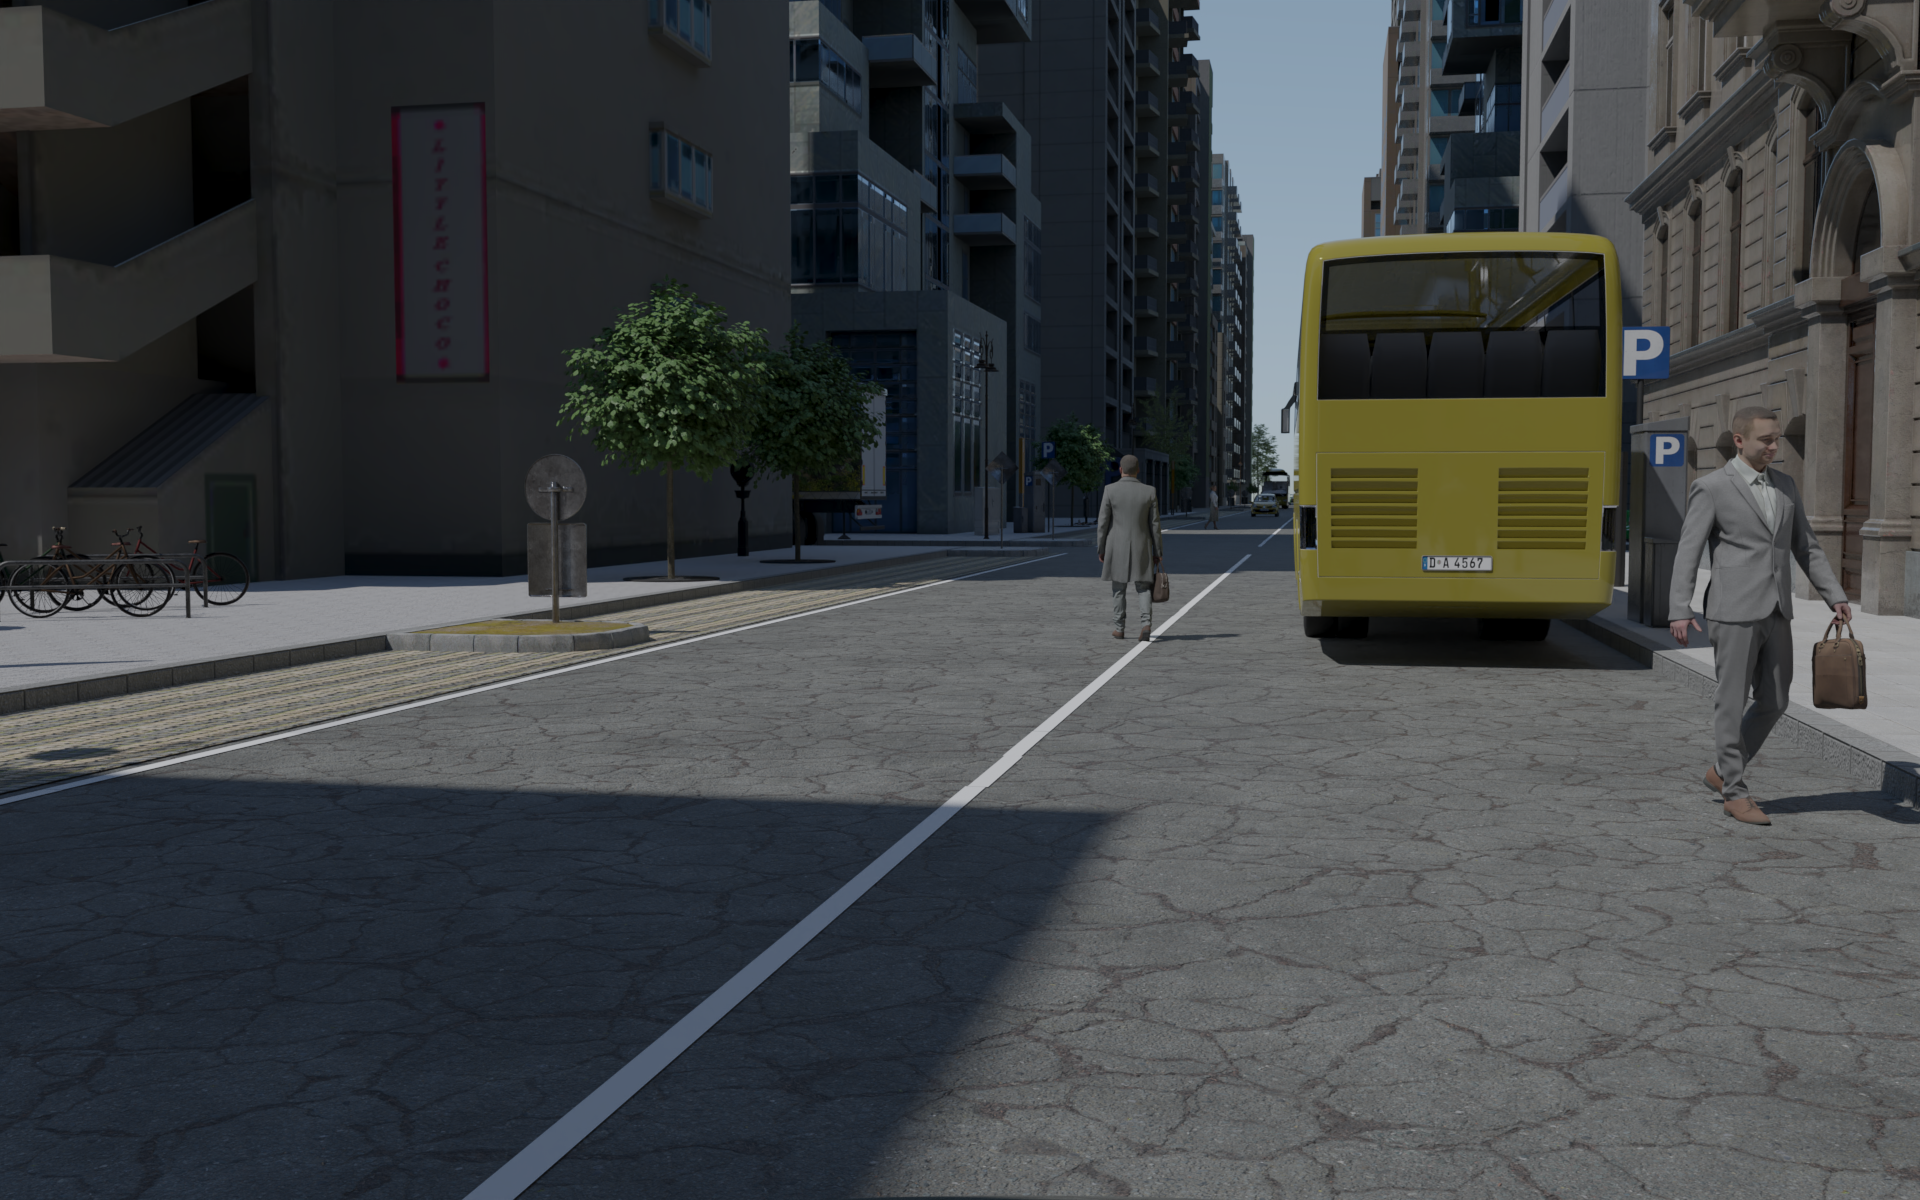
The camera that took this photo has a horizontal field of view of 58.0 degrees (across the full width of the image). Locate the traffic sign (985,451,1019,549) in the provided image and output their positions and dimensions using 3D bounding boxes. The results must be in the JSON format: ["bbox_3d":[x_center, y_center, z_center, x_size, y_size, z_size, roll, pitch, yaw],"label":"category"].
[{"bbox_3d":[0.982,-2.262,40.628,0.795,2.450,0.064,1,4,12],"label":"traffic sign"}]

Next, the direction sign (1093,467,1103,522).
[{"bbox_3d":[6.205,-5.276,78.257,0.379,3.537,0.876,2,4,35],"label":"direction sign"}]

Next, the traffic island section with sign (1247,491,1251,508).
[{"bbox_3d":[28.445,-10.023,172.506,1.989,1.847,2.006,1,4,12],"label":"traffic island section with sign"}]

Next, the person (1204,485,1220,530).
[{"bbox_3d":[10.112,-3.717,69.505,0.641,1.798,0.478,2,4,26],"label":"person"}]

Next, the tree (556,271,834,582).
[{"bbox_3d":[-4.222,-2.570,25.733,4.285,4.588,4.351,0,3,0],"label":"tree"}]

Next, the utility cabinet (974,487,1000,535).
[{"bbox_3d":[0.858,-2.767,53.915,0.318,1.500,1.173,2,4,28],"label":"utility cabinet"}]

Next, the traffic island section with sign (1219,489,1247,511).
[{"bbox_3d":[22.938,-8.409,146.117,1.989,1.847,2.006,1,4,12],"label":"traffic island section with sign"}]

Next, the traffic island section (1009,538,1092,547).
[{"bbox_3d":[2.587,-1.604,48.512,2.009,0.180,2.903,1,4,12],"label":"traffic island section"}]

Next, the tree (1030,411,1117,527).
[{"bbox_3d":[4.437,-5.142,67.792,4.285,4.588,4.351,0,3,0],"label":"tree"}]

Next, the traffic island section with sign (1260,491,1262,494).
[{"bbox_3d":[45.277,-14.964,253.294,1.989,1.847,2.006,1,4,12],"label":"traffic island section with sign"}]

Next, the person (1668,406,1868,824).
[{"bbox_3d":[3.489,0.063,7.592,0.709,1.813,0.853,-1,4,-16],"label":"person"}]

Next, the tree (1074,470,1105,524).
[{"bbox_3d":[5.524,-4.863,74.103,1.663,3.219,1.824,0,3,0],"label":"tree"}]

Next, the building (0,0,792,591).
[{"bbox_3d":[-16.450,-24.949,31.614,21.600,48.544,21.300,1,4,12],"label":"building"}]

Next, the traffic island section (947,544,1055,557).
[{"bbox_3d":[0.958,-1.126,40.695,2.009,0.180,2.903,1,4,12],"label":"traffic island section"}]

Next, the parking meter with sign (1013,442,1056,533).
[{"bbox_3d":[2.444,-3.732,57.277,0.543,3.016,1.738,3,5,40],"label":"parking meter with sign"}]

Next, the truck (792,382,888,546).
[{"bbox_3d":[-7.658,-3.483,45.860,11.283,4.237,2.839,1,4,13],"label":"truck"}]

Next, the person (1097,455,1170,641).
[{"bbox_3d":[1.688,-0.512,16.968,0.694,1.812,0.767,0,4,-1],"label":"person"}]

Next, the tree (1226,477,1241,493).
[{"bbox_3d":[31.192,-12.490,198.809,1.663,3.219,1.824,0,3,0],"label":"tree"}]

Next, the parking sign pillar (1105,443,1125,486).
[{"bbox_3d":[8.227,-6.240,90.497,1.447,3.967,1.447,2,4,29],"label":"parking sign pillar"}]

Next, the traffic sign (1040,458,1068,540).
[{"bbox_3d":[2.612,-2.740,48.446,0.795,2.450,0.064,1,4,12],"label":"traffic sign"}]

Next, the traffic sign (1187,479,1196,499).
[{"bbox_3d":[16.320,-7.491,122.591,0.768,2.556,0.104,1,4,17],"label":"traffic sign"}]

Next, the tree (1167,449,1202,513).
[{"bbox_3d":[15.023,-8.308,119.543,4.285,4.588,4.351,0,3,0],"label":"tree"}]

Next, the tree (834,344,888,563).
[{"bbox_3d":[-3.099,-2.984,32.503,4.285,4.588,4.351,0,3,0],"label":"tree"}]

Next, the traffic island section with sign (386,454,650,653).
[{"bbox_3d":[-4.076,-0.482,16.512,1.989,1.847,2.006,1,4,12],"label":"traffic island section with sign"}]

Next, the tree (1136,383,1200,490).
[{"bbox_3d":[13.699,-10.090,115.328,4.737,8.622,4.395,0,3,0],"label":"tree"}]

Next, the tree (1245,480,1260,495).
[{"bbox_3d":[39.790,-14.853,237.450,1.663,3.219,1.824,0,3,0],"label":"tree"}]

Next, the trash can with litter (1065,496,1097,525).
[{"bbox_3d":[5.081,-3.704,71.610,1.678,1.210,2.233,1,4,9],"label":"trash can with litter"}]

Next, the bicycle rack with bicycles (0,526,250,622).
[{"bbox_3d":[-9.276,-0.314,18.516,2.925,0.926,2.852,-1,4,-17],"label":"bicycle rack with bicycles"}]

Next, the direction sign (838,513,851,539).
[{"bbox_3d":[-3.287,-3.490,49.053,0.876,3.537,0.379,-1,4,-20],"label":"direction sign"}]

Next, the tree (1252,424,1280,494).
[{"bbox_3d":[47.867,-22.056,278.744,7.486,12.596,7.792,0,3,0],"label":"tree"}]

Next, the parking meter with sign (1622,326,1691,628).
[{"bbox_3d":[6.959,-1.287,17.307,0.543,3.016,1.738,1,4,10],"label":"parking meter with sign"}]

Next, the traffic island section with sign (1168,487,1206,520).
[{"bbox_3d":[12.778,-5.425,97.325,1.989,1.847,2.006,1,4,12],"label":"traffic island section with sign"}]
